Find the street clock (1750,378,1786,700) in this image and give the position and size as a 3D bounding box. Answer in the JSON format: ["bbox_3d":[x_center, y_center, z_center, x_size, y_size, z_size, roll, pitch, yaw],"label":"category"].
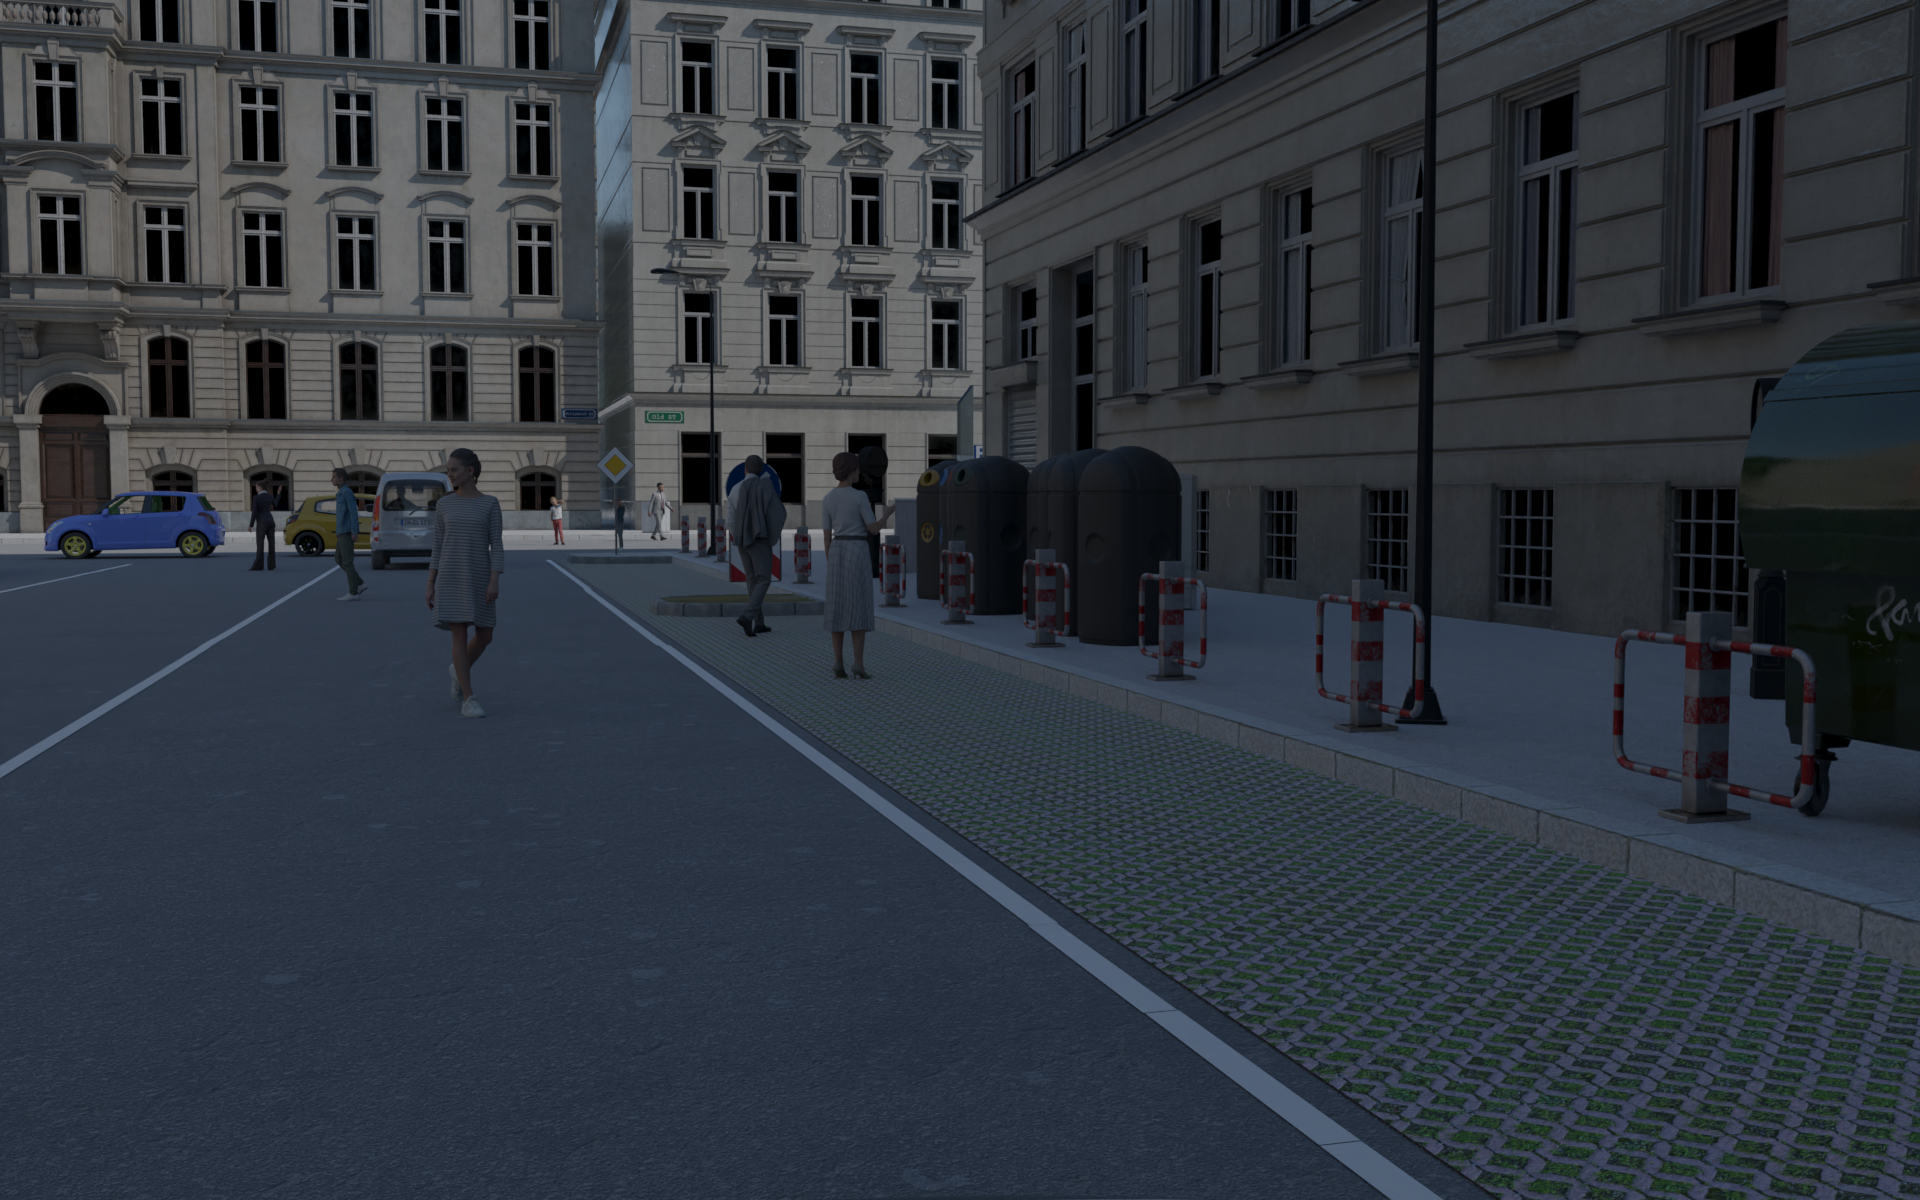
[{"bbox_3d":[5.083,-0.383,10.837,0.358,2.002,0.471,1,4,16],"label":"street clock"}]

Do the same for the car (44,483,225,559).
[{"bbox_3d":[-18.579,-1.801,39.039,3.694,1.707,1.945,-1,4,-17],"label":"car"}]

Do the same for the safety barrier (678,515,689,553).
[{"bbox_3d":[-5.964,-1.427,37.599,0.300,0.817,1.120,-1,4,-16],"label":"safety barrier"}]

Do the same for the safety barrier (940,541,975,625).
[{"bbox_3d":[-0.029,-0.172,17.090,0.300,0.817,1.120,-1,4,-16],"label":"safety barrier"}]

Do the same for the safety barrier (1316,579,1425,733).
[{"bbox_3d":[2.208,0.298,9.395,0.300,0.817,1.120,-1,4,-16],"label":"safety barrier"}]

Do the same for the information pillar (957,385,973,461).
[{"bbox_3d":[0.122,-2.799,37.113,0.183,3.616,0.504,3,4,37],"label":"information pillar"}]

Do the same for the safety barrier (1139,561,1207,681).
[{"bbox_3d":[1.460,0.142,11.951,0.300,0.817,1.120,-1,4,-16],"label":"safety barrier"}]

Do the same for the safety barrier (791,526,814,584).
[{"bbox_3d":[-2.254,-0.643,24.783,0.300,0.817,1.120,-1,4,-16],"label":"safety barrier"}]

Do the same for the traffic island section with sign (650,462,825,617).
[{"bbox_3d":[-2.731,-0.759,21.036,1.989,1.847,2.006,-1,4,-16],"label":"traffic island section with sign"}]

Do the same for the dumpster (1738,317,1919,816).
[{"bbox_3d":[4.092,-0.229,6.234,1.502,2.255,1.985,-1,4,-16],"label":"dumpster"}]

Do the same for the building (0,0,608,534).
[{"bbox_3d":[-30.496,-14.822,61.426,34.723,24.649,14.460,-1,4,-16],"label":"building"}]

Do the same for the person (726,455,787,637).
[{"bbox_3d":[-2.050,-0.545,17.507,0.679,1.850,0.850,1,4,20],"label":"person"}]

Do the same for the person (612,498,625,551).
[{"bbox_3d":[-8.590,-1.910,43.636,0.435,1.345,0.340,3,5,41],"label":"person"}]

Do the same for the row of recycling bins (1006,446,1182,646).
[{"bbox_3d":[1.254,-0.560,16.271,1.069,1.692,3.534,0,4,-7],"label":"row of recycling bins"}]

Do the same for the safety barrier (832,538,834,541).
[{"bbox_3d":[-1.514,-0.486,22.224,0.300,0.817,1.120,-1,4,-16],"label":"safety barrier"}]

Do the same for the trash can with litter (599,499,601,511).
[{"bbox_3d":[-18.938,-4.793,89.424,2.233,1.210,1.678,-3,5,-42],"label":"trash can with litter"}]

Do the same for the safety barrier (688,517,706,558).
[{"bbox_3d":[-5.220,-1.270,35.038,0.300,0.817,1.120,-1,4,-16],"label":"safety barrier"}]

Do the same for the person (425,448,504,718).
[{"bbox_3d":[-3.263,-0.129,11.358,0.466,1.731,0.760,-3,4,-36],"label":"person"}]

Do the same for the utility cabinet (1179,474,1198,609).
[{"bbox_3d":[2.041,-0.652,19.342,1.173,1.500,0.318,1,4,19],"label":"utility cabinet"}]

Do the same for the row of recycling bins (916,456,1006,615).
[{"bbox_3d":[0.173,-0.788,19.993,1.069,1.692,3.534,-1,4,-9],"label":"row of recycling bins"}]

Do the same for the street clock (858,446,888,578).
[{"bbox_3d":[-1.330,-1.336,26.414,0.358,2.002,0.471,3,5,40],"label":"street clock"}]

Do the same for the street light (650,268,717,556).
[{"bbox_3d":[-5.678,-3.874,35.874,1.470,5.913,1.316,-1,4,-16],"label":"street light"}]

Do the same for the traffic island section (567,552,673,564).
[{"bbox_3d":[-7.254,-0.880,36.668,2.009,0.180,2.903,-1,4,-16],"label":"traffic island section"}]

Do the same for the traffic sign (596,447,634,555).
[{"bbox_3d":[-7.274,-2.015,36.584,0.795,2.450,0.064,-1,4,-16],"label":"traffic sign"}]

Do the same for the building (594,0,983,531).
[{"bbox_3d":[7.012,-18.168,73.467,44.131,29.872,17.030,-1,4,-16],"label":"building"}]

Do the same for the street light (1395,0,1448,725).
[{"bbox_3d":[2.077,-2.257,9.446,1.470,5.913,1.316,-1,4,-16],"label":"street light"}]

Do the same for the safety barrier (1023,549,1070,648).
[{"bbox_3d":[0.718,-0.015,14.522,0.300,0.817,1.120,-1,4,-16],"label":"safety barrier"}]

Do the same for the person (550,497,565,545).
[{"bbox_3d":[-11.337,-2.226,48.809,0.435,1.345,0.340,0,4,-4],"label":"person"}]

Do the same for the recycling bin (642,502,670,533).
[{"bbox_3d":[-10.007,-2.718,56.986,0.722,1.027,0.722,1,4,14],"label":"recycling bin"}]

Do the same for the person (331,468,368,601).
[{"bbox_3d":[-8.210,-0.884,23.289,0.444,1.785,0.601,-1,4,-14],"label":"person"}]

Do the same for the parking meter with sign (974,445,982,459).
[{"bbox_3d":[0.676,-3.928,60.478,0.543,3.016,1.738,0,4,6],"label":"parking meter with sign"}]

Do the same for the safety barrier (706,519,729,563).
[{"bbox_3d":[-4.482,-1.113,32.479,0.300,0.817,1.120,-1,4,-16],"label":"safety barrier"}]

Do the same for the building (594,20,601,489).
[{"bbox_3d":[-23.872,-27.917,140.031,14.154,41.232,14.086,-1,4,-16],"label":"building"}]

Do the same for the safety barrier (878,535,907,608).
[{"bbox_3d":[-0.767,-0.329,19.657,0.300,0.817,1.120,-1,4,-16],"label":"safety barrier"}]

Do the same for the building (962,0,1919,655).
[{"bbox_3d":[11.327,-11.534,21.867,16.112,22.955,30.059,-1,4,-16],"label":"building"}]

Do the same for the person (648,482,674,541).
[{"bbox_3d":[-9.287,-2.733,53.450,0.850,1.792,0.678,3,4,36],"label":"person"}]

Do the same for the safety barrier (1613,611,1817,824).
[{"bbox_3d":[2.945,0.455,6.830,0.300,0.817,1.120,-1,4,-16],"label":"safety barrier"}]

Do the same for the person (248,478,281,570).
[{"bbox_3d":[-13.097,-1.429,32.674,0.445,1.727,0.742,0,4,3],"label":"person"}]

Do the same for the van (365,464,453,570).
[{"bbox_3d":[-10.752,-1.671,34.325,2.013,2.044,4.112,-1,4,-16],"label":"van"}]

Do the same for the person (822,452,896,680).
[{"bbox_3d":[-0.798,-0.265,13.400,0.480,1.755,0.524,2,4,27],"label":"person"}]

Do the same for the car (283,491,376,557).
[{"bbox_3d":[-13.724,-1.856,40.566,3.980,1.641,2.015,-1,4,-16],"label":"car"}]

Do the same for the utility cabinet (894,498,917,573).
[{"bbox_3d":[-0.561,-1.047,28.276,1.020,1.237,0.306,0,4,-7],"label":"utility cabinet"}]
